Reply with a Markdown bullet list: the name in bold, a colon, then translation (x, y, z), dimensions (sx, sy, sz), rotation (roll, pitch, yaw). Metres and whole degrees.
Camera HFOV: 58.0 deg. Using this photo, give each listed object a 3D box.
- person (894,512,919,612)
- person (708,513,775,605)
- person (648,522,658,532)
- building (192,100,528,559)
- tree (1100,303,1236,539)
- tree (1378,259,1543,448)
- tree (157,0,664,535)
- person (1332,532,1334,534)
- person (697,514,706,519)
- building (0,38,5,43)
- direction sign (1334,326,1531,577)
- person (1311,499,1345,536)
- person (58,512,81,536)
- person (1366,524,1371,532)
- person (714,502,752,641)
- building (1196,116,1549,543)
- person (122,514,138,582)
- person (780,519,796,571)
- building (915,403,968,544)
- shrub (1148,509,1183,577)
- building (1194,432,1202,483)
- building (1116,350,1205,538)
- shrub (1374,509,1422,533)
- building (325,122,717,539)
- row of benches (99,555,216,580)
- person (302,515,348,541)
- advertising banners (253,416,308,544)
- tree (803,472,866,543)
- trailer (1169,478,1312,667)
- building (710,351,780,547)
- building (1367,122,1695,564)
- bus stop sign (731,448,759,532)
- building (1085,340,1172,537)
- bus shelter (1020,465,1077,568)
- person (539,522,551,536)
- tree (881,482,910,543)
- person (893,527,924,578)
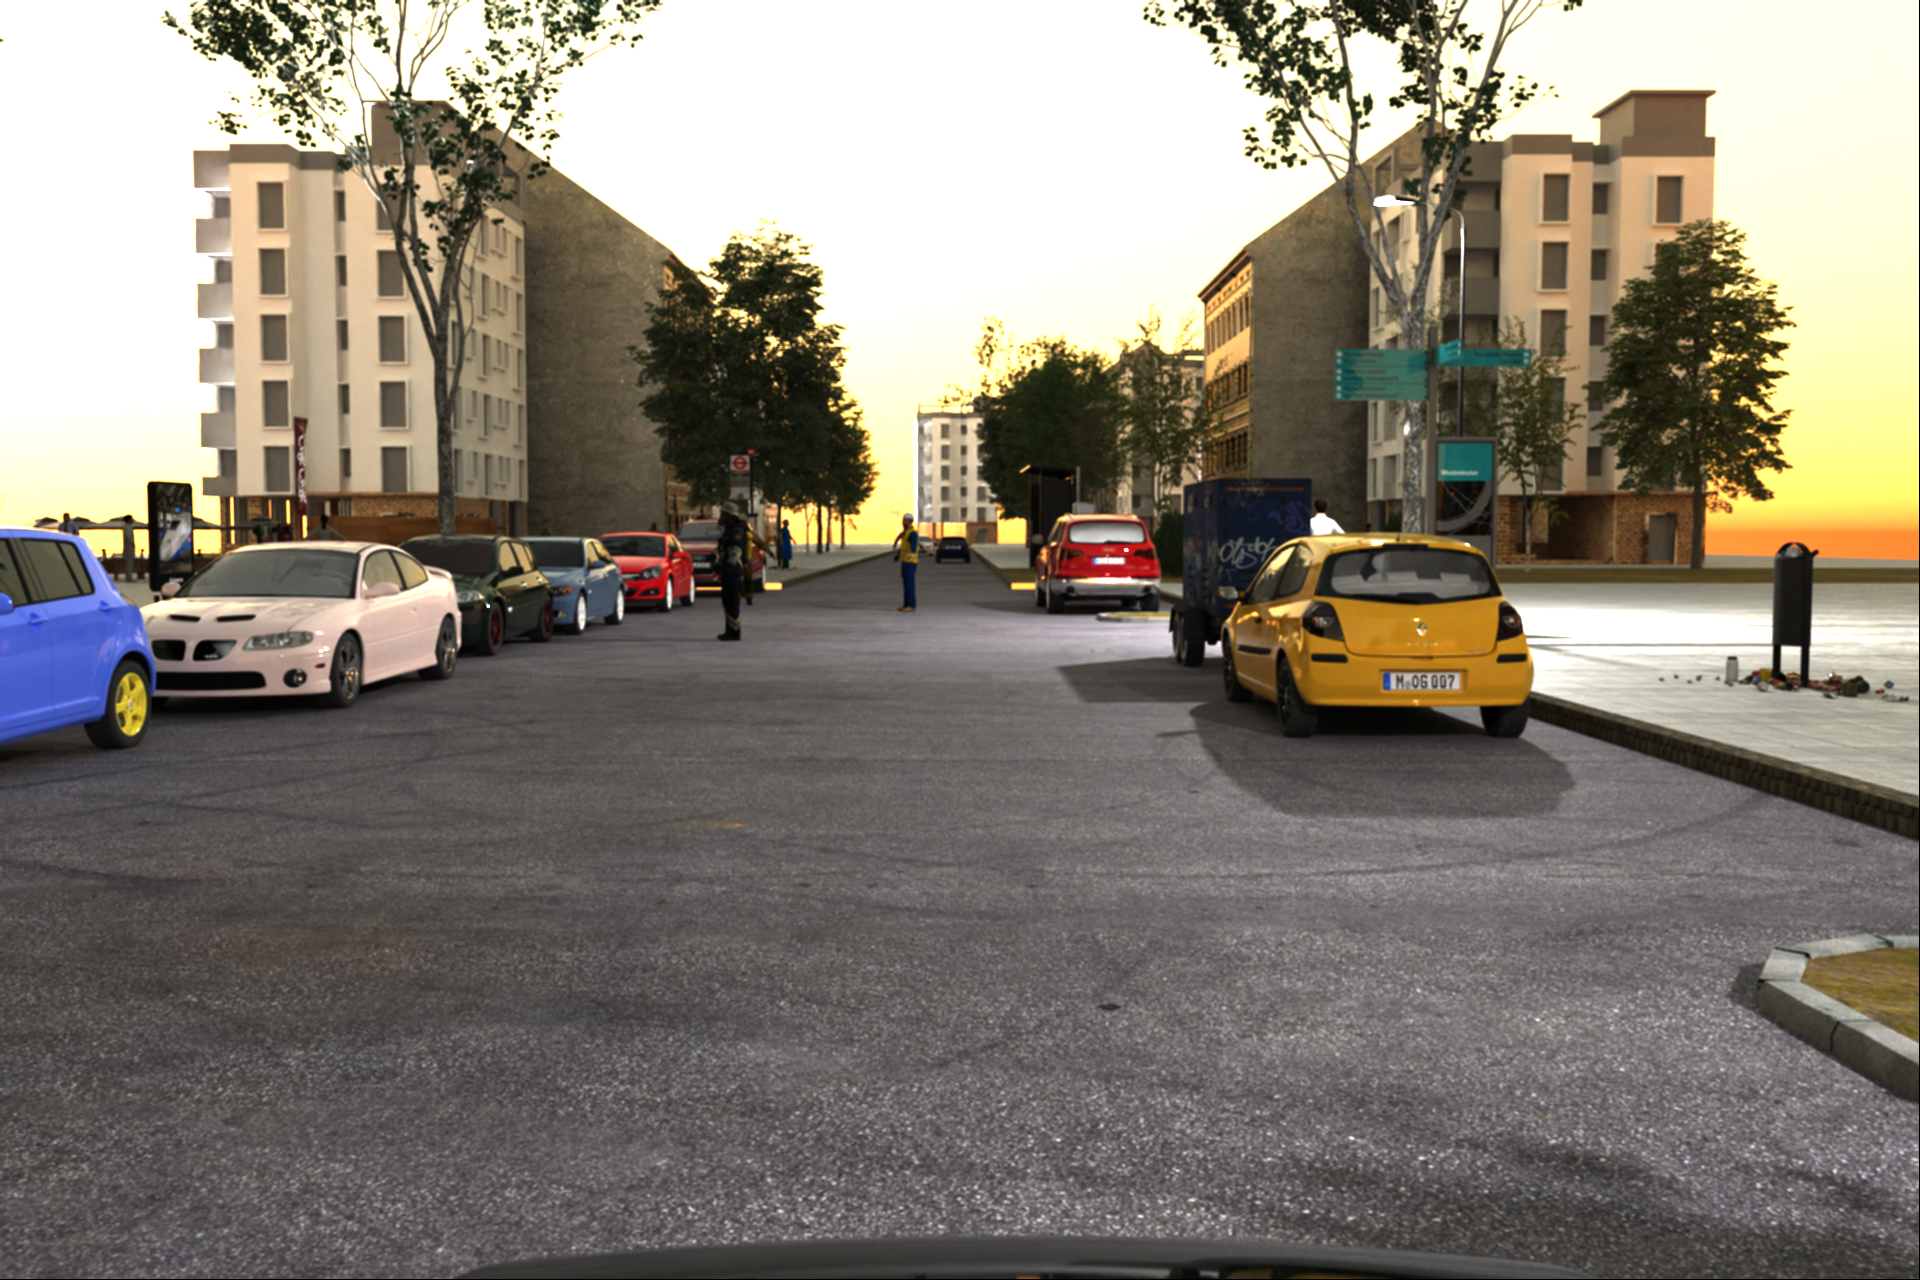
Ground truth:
- **person**: translation (-0.982, -1.451, 32.144), dimensions (0.705, 1.833, 1.349), rotation (-1, 4, -14)
- **person**: translation (-4.408, -1.642, 35.073), dimensions (1.354, 1.858, 0.705), rotation (0, 4, 2)
- **person**: translation (-13.476, -4.292, 76.295), dimensions (0.705, 1.813, 1.348), rotation (3, 4, 36)
- **building**: translation (-27.485, -13.487, 76.939), dimensions (16.016, 20.090, 11.380), rotation (0, 4, 1)
- **tree**: translation (6.696, -6.471, 56.169), dimensions (4.737, 8.622, 4.395), rotation (0, 3, 0)
- **tree**: translation (12.837, -5.900, 46.827), dimensions (4.360, 8.622, 3.978), rotation (0, 3, 0)
- **tree**: translation (-13.570, -11.274, 40.224), dimensions (12.611, 20.169, 13.585), rotation (0, 3, 0)
- **person**: translation (7.779, -1.593, 35.315), dimensions (0.697, 1.427, 0.421), rotation (-1, 4, -11)
- **person**: translation (-7.293, -2.635, 49.018), dimensions (0.705, 1.837, 1.347), rotation (0, 4, 6)
- **building**: translation (-31.668, -11.824, 33.978), dimensions (13.314, 22.015, 24.055), rotation (0, 4, -1)
- **direction sign**: translation (6.085, -2.022, 21.823), dimensions (2.525, 3.948, 1.411), rotation (0, 4, 0)
- **person**: translation (5.452, -1.234, 26.331), dimensions (1.344, 1.810, 0.704), rotation (-1, 4, -12)
- **person**: translation (-22.897, -2.349, 44.312), dimensions (0.709, 1.838, 0.599), rotation (0, 4, 4)
- **person**: translation (18.102, -4.257, 76.329), dimensions (0.721, 1.740, 1.216), rotation (1, 4, 19)
- **person**: translation (-3.124, -0.926, 23.374), dimensions (0.705, 1.856, 1.354), rotation (-1, 4, -15)
- **building**: translation (24.645, -16.487, 100.484), dimensions (19.493, 23.208, 18.063), rotation (0, 3, 0)
- **person**: translation (-22.047, -2.437, 46.037), dimensions (0.705, 1.806, 1.347), rotation (-2, 4, -27)
- **person**: translation (-6.093, -3.352, 60.926), dimensions (0.704, 1.817, 1.347), rotation (1, 4, 16)
- **building**: translation (-6.008, -23.486, 242.873), dimensions (11.380, 20.090, 16.016), rotation (1, 4, 8)
- **shrub**: translation (6.358, -2.909, 51.606), dimensions (1.661, 2.075, 1.752), rotation (0, 3, 0)
- **building**: translation (23.693, -11.310, 127.072), dimensions (9.099, 9.664, 28.070), rotation (0, 4, 0)
- **building**: translation (21.337, -19.665, 177.934), dimensions (16.016, 20.090, 11.380), rotation (0, 3, 0)
- **shrub**: translation (14.073, -3.159, 55.695), dimensions (1.661, 2.075, 1.752), rotation (0, 3, 0)
- **building**: translation (-25.155, -16.563, 101.732), dimensions (19.493, 23.208, 18.063), rotation (0, 4, 0)
- **row of benches**: translation (-23.161, -2.111, 49.973), dimensions (1.422, 0.672, 4.104), rotation (1, 4, 18)
- **person**: translation (-14.668, -2.029, 40.012), dimensions (1.217, 1.735, 0.721), rotation (-1, 4, -18)
- **advertising banners**: translation (-9.883, -1.781, 25.311), dimensions (0.090, 3.025, 2.074), rotation (0, 3, 0)
- **tree**: translation (-17.869, -20.015, 237.610), dimensions (12.009, 13.543, 11.850), rotation (0, 3, 0)
- **trailer**: translation (3.115, -0.775, 19.727), dimensions (1.471, 1.999, 3.904), rotation (0, 4, 0)
- **building**: translation (-28.813, -21.383, 180.542), dimensions (19.493, 23.208, 18.063), rotation (0, 4, -1)
- **building**: translation (25.735, -14.046, 86.066), dimensions (16.016, 20.090, 11.380), rotation (0, 4, 0)
- **bus stop sign**: translation (-6.663, -3.973, 53.657), dimensions (0.855, 3.939, 0.416), rotation (0, 3, 0)
- **building**: translation (21.195, -22.917, 205.625), dimensions (19.493, 23.208, 18.063), rotation (0, 4, 0)
- **bus shelter**: translation (3.167, -4.315, 61.830), dimensions (1.731, 3.624, 6.357), rotation (0, 4, -1)
- **person**: translation (-17.302, -4.043, 72.377), dimensions (0.705, 1.796, 1.348), rotation (1, 4, 15)
- **tree**: translation (-8.411, -17.804, 241.456), dimensions (4.360, 8.622, 3.978), rotation (0, 3, 0)
- **person**: translation (-1.737, -2.948, 56.779), dimensions (1.348, 1.813, 0.705), rotation (3, 5, 40)
